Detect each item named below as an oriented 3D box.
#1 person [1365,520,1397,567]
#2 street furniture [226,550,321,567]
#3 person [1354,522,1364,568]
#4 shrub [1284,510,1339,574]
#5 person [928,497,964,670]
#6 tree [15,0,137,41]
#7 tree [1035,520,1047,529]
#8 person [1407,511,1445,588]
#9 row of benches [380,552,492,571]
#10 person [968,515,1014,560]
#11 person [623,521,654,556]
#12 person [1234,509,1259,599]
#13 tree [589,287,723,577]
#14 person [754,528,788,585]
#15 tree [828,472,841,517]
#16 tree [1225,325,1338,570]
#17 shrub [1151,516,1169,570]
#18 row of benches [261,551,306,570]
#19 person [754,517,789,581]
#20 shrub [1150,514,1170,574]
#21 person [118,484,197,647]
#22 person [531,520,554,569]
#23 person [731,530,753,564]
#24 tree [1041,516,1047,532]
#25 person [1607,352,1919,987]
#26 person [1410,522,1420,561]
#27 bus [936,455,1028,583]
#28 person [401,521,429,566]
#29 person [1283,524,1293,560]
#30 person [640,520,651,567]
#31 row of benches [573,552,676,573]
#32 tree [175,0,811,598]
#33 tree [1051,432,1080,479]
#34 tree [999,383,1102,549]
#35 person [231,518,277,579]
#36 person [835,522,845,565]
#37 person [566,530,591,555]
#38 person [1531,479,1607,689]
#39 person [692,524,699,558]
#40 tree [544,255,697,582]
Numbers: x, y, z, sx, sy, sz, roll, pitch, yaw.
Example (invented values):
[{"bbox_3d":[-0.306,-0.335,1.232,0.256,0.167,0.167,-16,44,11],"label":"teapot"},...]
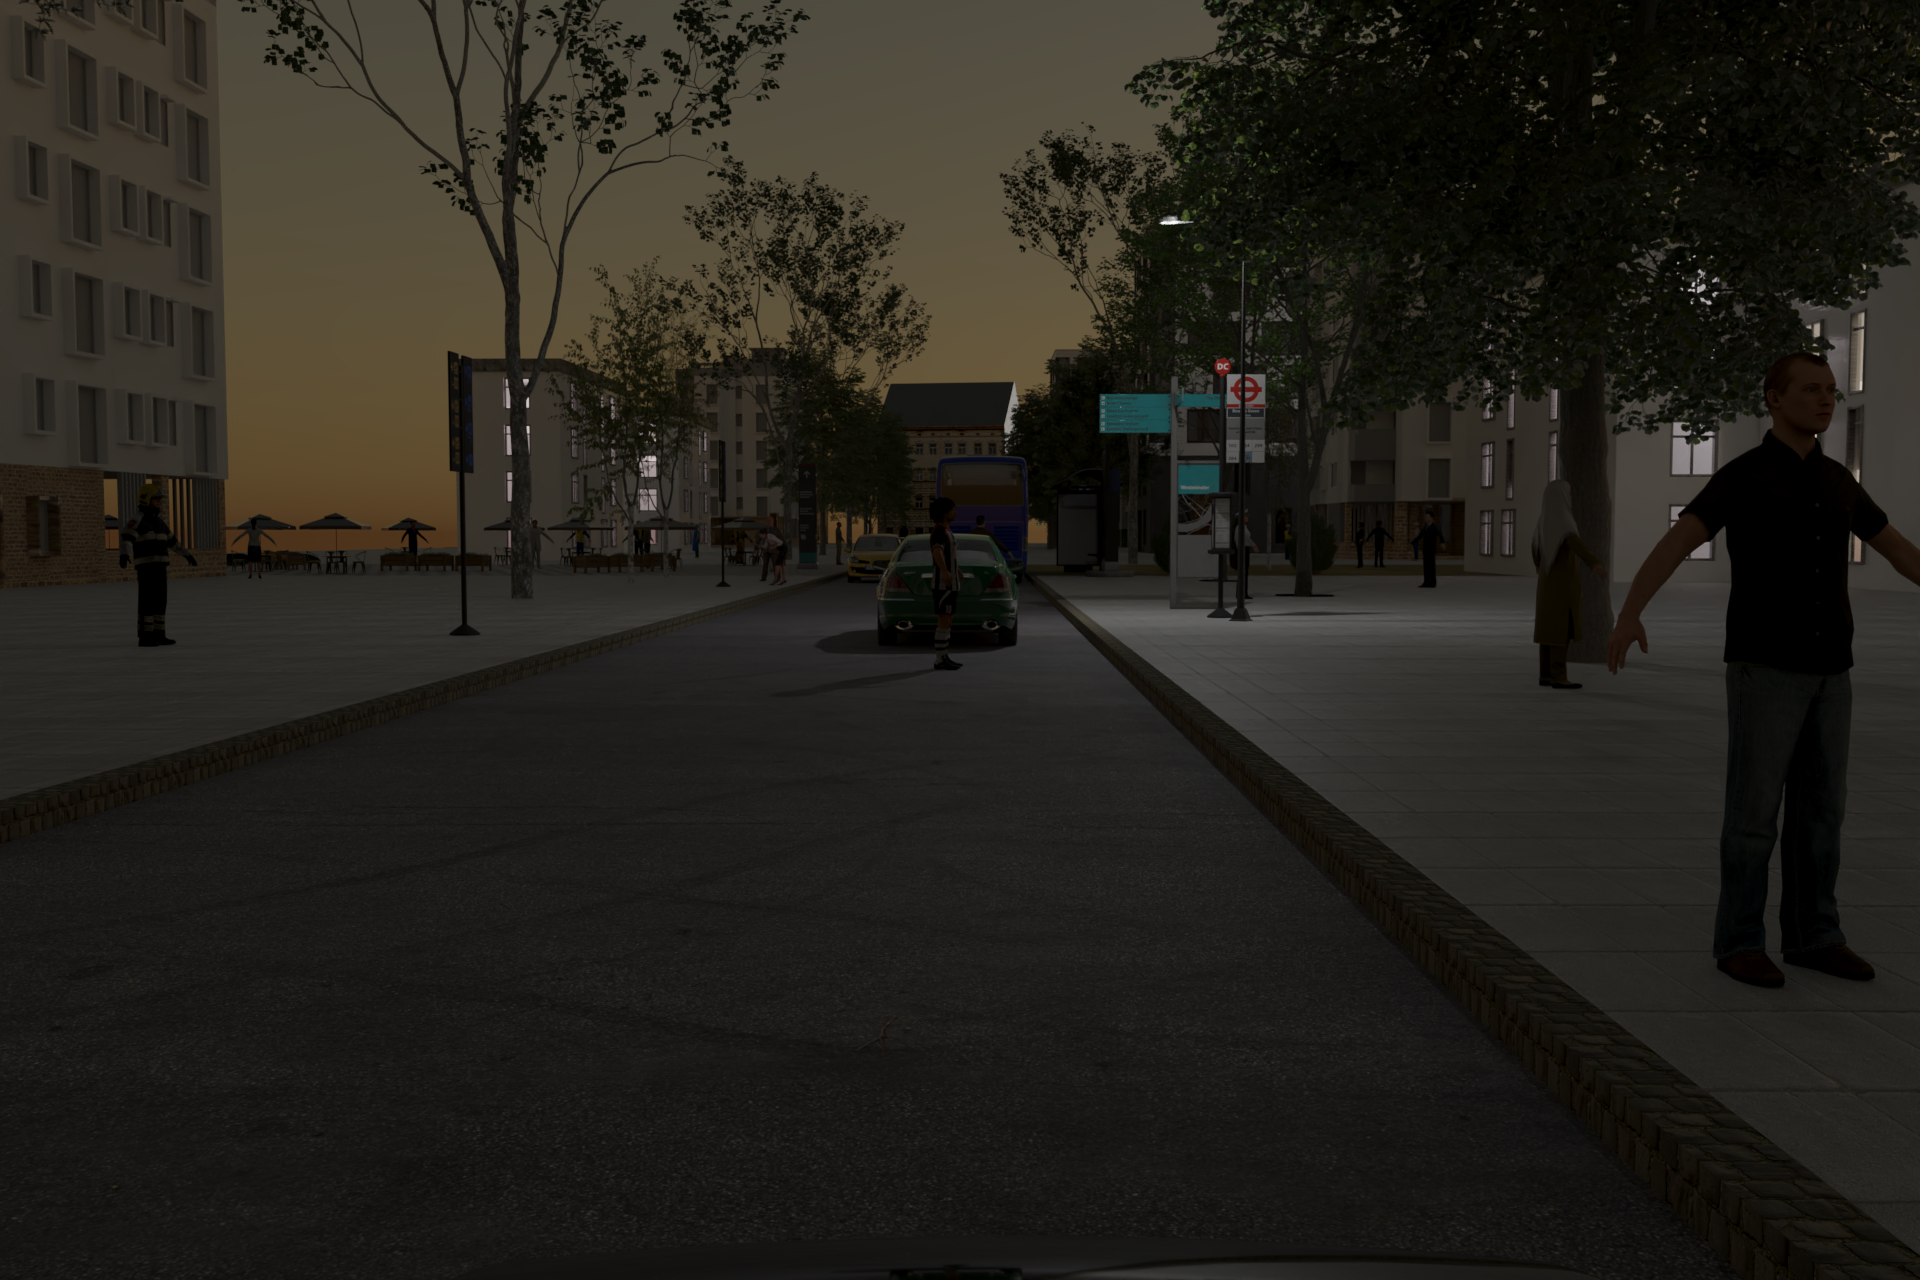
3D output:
[{"bbox_3d":[16.147,-3.697,66.633,1.347,1.806,0.705,3,5,44],"label":"person"},{"bbox_3d":[-29.545,-3.403,71.261,5.734,0.657,10.072,-1,4,-14],"label":"street furniture"},{"bbox_3d":[15.004,-3.582,65.289,0.721,1.740,1.216,0,4,3],"label":"person"},{"bbox_3d":[11.232,-3.134,55.287,1.661,2.075,1.752,0,3,0],"label":"shrub"},{"bbox_3d":[-0.135,-0.598,18.372,0.704,1.843,1.345,0,4,5],"label":"person"},{"bbox_3d":[-8.913,-6.021,8.813,12.009,13.543,11.850,0,3,0],"label":"tree"},{"bbox_3d":[13.946,-20.382,251.364,7.486,12.596,7.792,0,3,0],"label":"tree"},{"bbox_3d":[11.189,-2.160,41.366,0.704,1.823,1.345,-2,4,-23],"label":"person"},{"bbox_3d":[-18.321,-2.741,60.284,4.104,0.672,1.422,1,4,13],"label":"row of benches"},{"bbox_3d":[0.428,-1.613,34.962,1.346,1.812,0.704,1,4,19],"label":"person"},{"bbox_3d":[-13.699,-4.163,73.848,1.354,1.856,0.705,-2,4,-23],"label":"person"},{"bbox_3d":[5.672,-1.699,34.246,0.721,1.778,1.216,0,4,-7],"label":"person"},{"bbox_3d":[-8.743,-6.186,51.498,4.360,8.622,3.978,0,3,0],"label":"tree"},{"bbox_3d":[-4.702,-2.092,43.438,0.628,1.438,0.799,2,4,32],"label":"person"},{"bbox_3d":[-20.661,-20.822,250.806,12.009,13.543,11.850,0,3,0],"label":"tree"},{"bbox_3d":[10.826,-6.815,61.792,4.360,8.622,3.978,0,3,0],"label":"tree"},{"bbox_3d":[7.434,-3.407,60.127,1.690,2.028,1.600,0,3,0],"label":"shrub"},{"bbox_3d":[-24.744,-2.919,63.195,1.422,0.672,4.104,-3,4,-36],"label":"row of benches"},{"bbox_3d":[-5.140,-2.475,47.067,0.990,1.755,0.434,1,4,12],"label":"person"},{"bbox_3d":[6.829,-3.059,54.053,1.661,2.075,1.752,0,3,0],"label":"shrub"},{"bbox_3d":[-9.231,-0.860,19.830,0.704,1.858,1.351,1,4,9],"label":"person"},{"bbox_3d":[-15.672,-3.531,63.917,1.347,1.806,0.705,-1,4,-16],"label":"person"},{"bbox_3d":[-9.405,-4.189,74.250,1.354,1.858,0.705,3,5,43],"label":"person"},{"bbox_3d":[12.508,-17.954,243.911,4.737,8.622,4.395,0,3,0],"label":"tree"},{"bbox_3d":[2.416,0.074,5.004,1.348,1.803,0.705,-1,4,-15],"label":"person"},{"bbox_3d":[21.851,-4.724,83.098,0.705,1.847,1.347,2,4,25],"label":"person"},{"bbox_3d":[0.660,-3.773,53.242,2.896,3.916,12.251,0,4,1],"label":"bus"},{"bbox_3d":[-21.829,-3.852,69.200,0.704,1.802,1.346,2,4,32],"label":"person"},{"bbox_3d":[16.317,-4.850,85.761,0.721,1.772,1.216,-1,4,-22],"label":"person"},{"bbox_3d":[-12.211,-3.749,67.431,0.705,1.813,1.348,0,4,2],"label":"person"},{"bbox_3d":[-11.246,-2.639,58.606,1.422,0.672,4.104,3,5,39],"label":"row of benches"},{"bbox_3d":[-9.292,-10.811,32.646,12.611,20.169,13.585,0,3,0],"label":"tree"},{"bbox_3d":[7.569,-10.567,123.128,4.360,8.622,3.978,0,3,0],"label":"tree"},{"bbox_3d":[7.621,-14.592,145.229,9.857,13.997,8.962,0,3,0],"label":"tree"},{"bbox_3d":[-20.360,-2.638,49.962,1.217,1.735,0.721,-2,4,-25],"label":"person"},{"bbox_3d":[-5.034,-4.046,72.419,0.705,1.796,1.348,0,4,6],"label":"person"},{"bbox_3d":[-16.875,-4.334,76.827,1.349,1.833,0.705,2,4,25],"label":"person"},{"bbox_3d":[5.075,-0.471,14.477,0.721,1.736,1.217,0,4,-5],"label":"person"},{"bbox_3d":[-14.015,-5.243,91.856,0.704,1.817,1.347,-1,4,-18],"label":"person"},{"bbox_3d":[-8.872,-5.857,46.133,4.737,8.622,4.395,0,3,0],"label":"tree"}]
